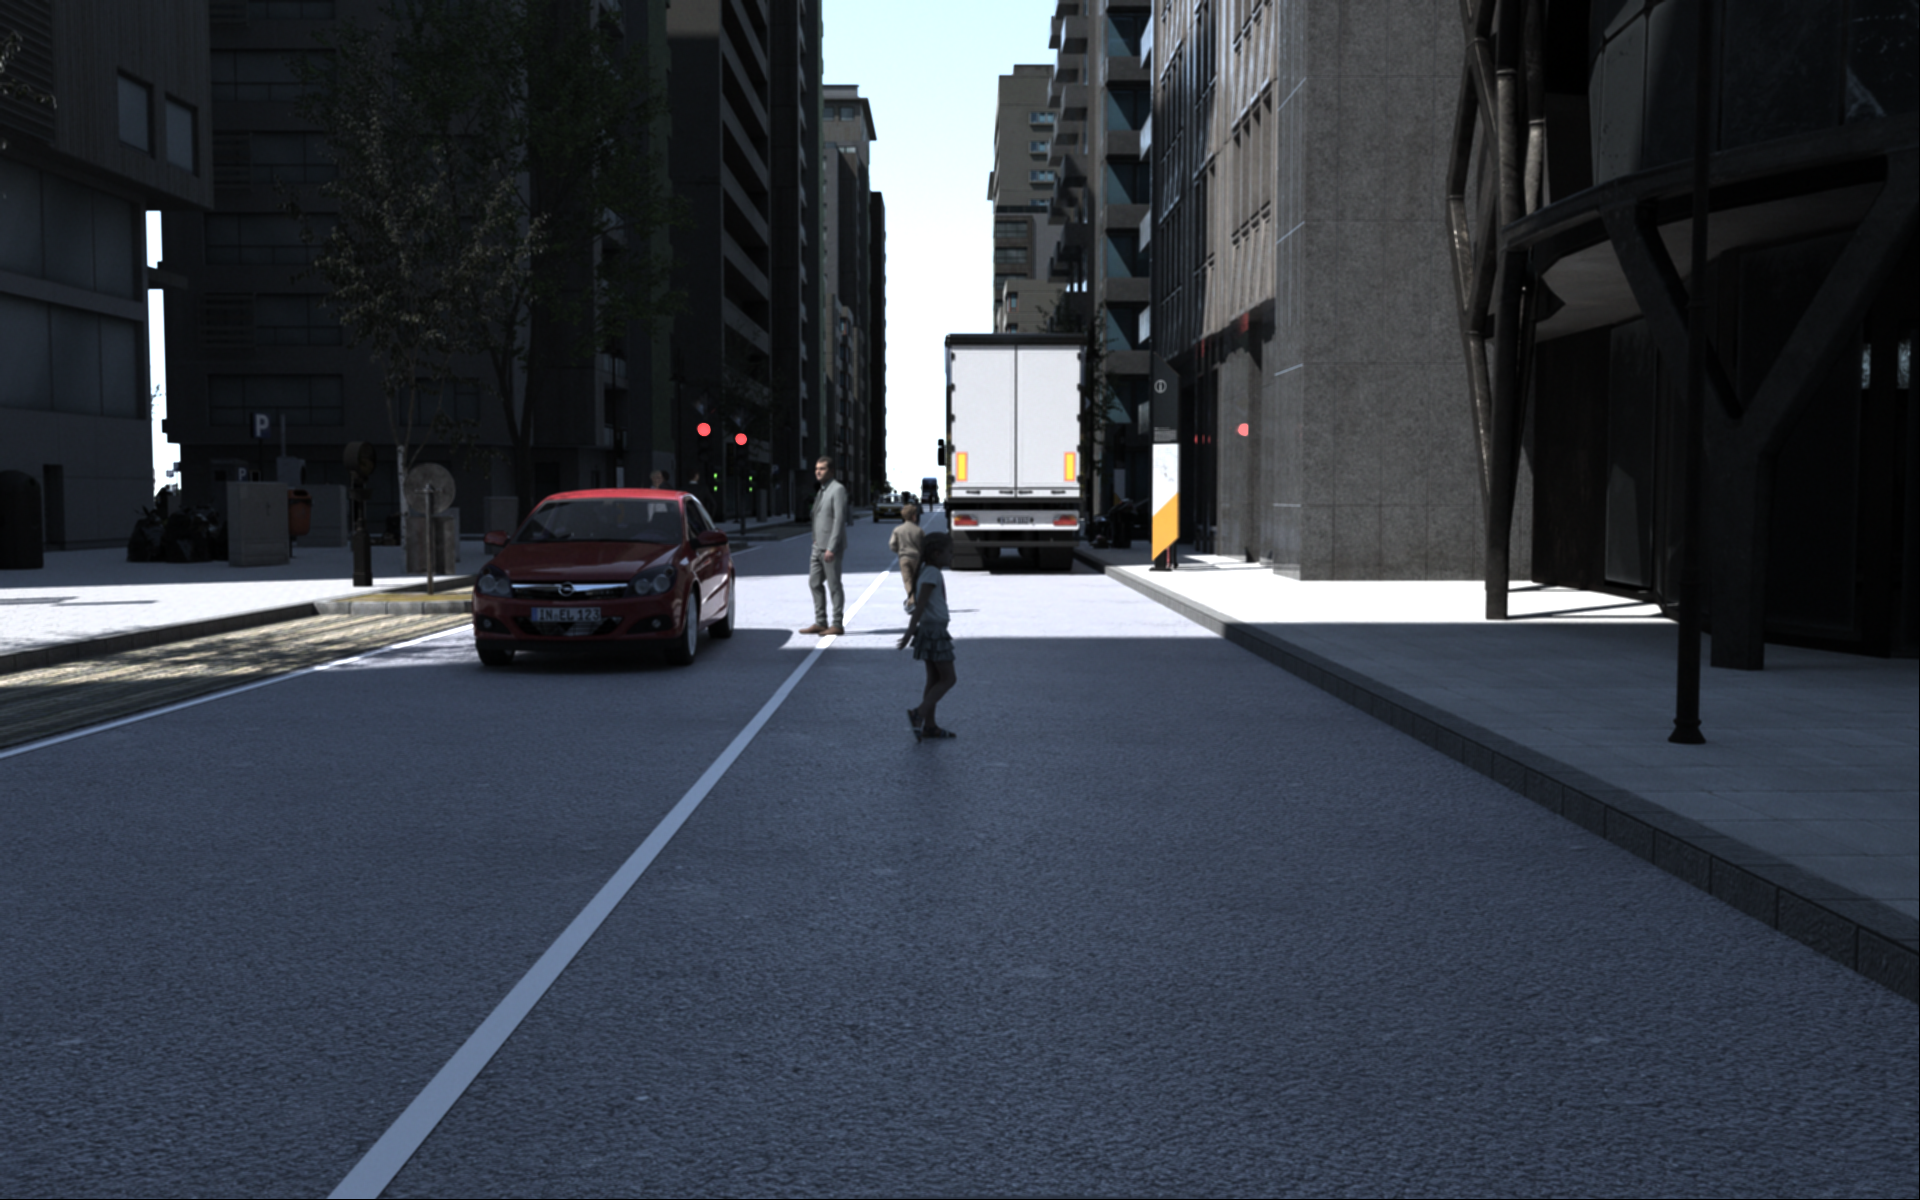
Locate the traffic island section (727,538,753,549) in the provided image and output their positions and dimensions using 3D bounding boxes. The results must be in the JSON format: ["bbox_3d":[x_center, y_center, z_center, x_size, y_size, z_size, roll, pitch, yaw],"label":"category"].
[{"bbox_3d":[-6.759,-1.455,46.063,2.009,0.180,2.903,0,4,0],"label":"traffic island section"}]

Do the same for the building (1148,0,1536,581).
[{"bbox_3d":[10.978,-13.254,34.728,12.078,24.808,19.932,0,4,0],"label":"building"}]

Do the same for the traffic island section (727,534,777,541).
[{"bbox_3d":[-6.793,-1.943,54.048,2.009,0.180,2.903,0,4,0],"label":"traffic island section"}]

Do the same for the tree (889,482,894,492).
[{"bbox_3d":[-9.987,-14.198,226.732,1.663,3.219,1.824,0,3,0],"label":"tree"}]

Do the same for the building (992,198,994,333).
[{"bbox_3d":[15.822,-38.211,244.352,23.786,49.044,30.456,0,4,0],"label":"building"}]

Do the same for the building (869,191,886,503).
[{"bbox_3d":[-17.847,-36.637,249.129,14.600,45.320,14.200,0,4,0],"label":"building"}]

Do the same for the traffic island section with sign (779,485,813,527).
[{"bbox_3d":[-6.894,-4.131,76.170,1.989,1.847,2.006,0,4,0],"label":"traffic island section with sign"}]

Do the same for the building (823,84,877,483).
[{"bbox_3d":[-25.666,-39.037,227.492,28.713,52.752,27.495,0,4,0],"label":"building"}]

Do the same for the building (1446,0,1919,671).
[{"bbox_3d":[13.487,-9.100,16.245,16.820,18.784,16.811,0,4,0],"label":"building"}]

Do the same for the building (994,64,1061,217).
[{"bbox_3d":[14.638,-34.798,192.650,21.300,48.544,21.600,0,4,0],"label":"building"}]

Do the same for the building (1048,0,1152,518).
[{"bbox_3d":[16.410,-29.150,96.212,23.786,49.044,30.456,0,4,0],"label":"building"}]

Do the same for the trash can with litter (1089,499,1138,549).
[{"bbox_3d":[3.620,-1.801,40.836,1.055,1.170,0.624,-1,4,-22],"label":"trash can with litter"}]

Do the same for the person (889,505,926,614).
[{"bbox_3d":[-0.619,-0.488,20.747,0.475,1.303,0.640,-1,4,-21],"label":"person"}]

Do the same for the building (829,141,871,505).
[{"bbox_3d":[-17.505,-31.271,194.875,14.154,41.232,14.086,0,4,0],"label":"building"}]

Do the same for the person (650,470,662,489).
[{"bbox_3d":[-5.180,-1.281,29.320,0.818,1.842,0.514,-1,4,-20],"label":"person"}]

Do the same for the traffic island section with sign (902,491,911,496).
[{"bbox_3d":[-7.691,-15.573,263.250,1.989,1.847,2.006,0,4,0],"label":"traffic island section with sign"}]

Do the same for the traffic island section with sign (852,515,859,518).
[{"bbox_3d":[-7.008,-5.780,103.125,1.989,1.847,2.006,0,4,0],"label":"traffic island section with sign"}]

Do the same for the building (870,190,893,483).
[{"bbox_3d":[-22.794,-39.858,271.281,23.786,49.044,30.456,0,4,0],"label":"building"}]

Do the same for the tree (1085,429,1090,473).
[{"bbox_3d":[3.840,-5.296,70.298,4.285,4.588,4.351,0,3,0],"label":"tree"}]

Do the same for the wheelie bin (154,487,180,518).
[{"bbox_3d":[-34.902,-4.166,76.030,0.693,1.594,0.980,0,4,-7],"label":"wheelie bin"}]

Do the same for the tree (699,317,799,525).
[{"bbox_3d":[-8.940,-7.433,71.899,4.360,8.622,3.978,0,3,0],"label":"tree"}]

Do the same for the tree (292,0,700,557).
[{"bbox_3d":[-9.000,-6.680,34.977,9.928,11.665,9.643,0,3,0],"label":"tree"}]

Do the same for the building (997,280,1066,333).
[{"bbox_3d":[17.491,-18.909,154.203,27.650,21.520,28.899,0,4,0],"label":"building"}]

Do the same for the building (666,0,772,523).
[{"bbox_3d":[-21.223,-28.276,86.022,21.300,48.544,21.600,0,4,0],"label":"building"}]

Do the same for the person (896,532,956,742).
[{"bbox_3d":[-0.217,0.205,10.163,0.382,1.210,0.505,-1,4,-11],"label":"person"}]

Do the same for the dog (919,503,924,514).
[{"bbox_3d":[-2.656,-6.523,123.479,0.800,0.831,0.513,-3,5,-40],"label":"dog"}]

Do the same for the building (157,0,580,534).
[{"bbox_3d":[-18.247,-23.050,60.463,14.154,41.232,14.086,0,4,0],"label":"building"}]

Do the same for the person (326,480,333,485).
[{"bbox_3d":[-18.723,-2.648,51.659,0.638,1.841,0.748,-3,4,-37],"label":"person"}]

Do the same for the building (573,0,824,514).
[{"bbox_3d":[-16.397,-26.288,113.399,14.154,41.232,14.086,0,4,0],"label":"building"}]

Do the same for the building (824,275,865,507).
[{"bbox_3d":[-24.178,-20.120,173.996,27.650,21.520,28.899,0,4,0],"label":"building"}]

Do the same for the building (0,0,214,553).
[{"bbox_3d":[-32.333,-26.997,30.642,27.495,52.752,28.713,0,4,0],"label":"building"}]

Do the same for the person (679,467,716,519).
[{"bbox_3d":[-4.601,-1.378,30.389,0.648,1.900,0.474,-1,4,-14],"label":"person"}]

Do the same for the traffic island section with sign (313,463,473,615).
[{"bbox_3d":[-6.658,-0.779,21.363,1.989,1.847,2.006,0,4,0],"label":"traffic island section with sign"}]

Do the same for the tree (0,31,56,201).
[{"bbox_3d":[-9.280,-3.833,13.027,4.360,8.622,3.978,0,3,0],"label":"tree"}]

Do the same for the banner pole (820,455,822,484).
[{"bbox_3d":[-8.746,-7.361,110.369,0.401,3.779,0.863,1,4,18],"label":"banner pole"}]

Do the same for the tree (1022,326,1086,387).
[{"bbox_3d":[3.653,-7.633,75.155,4.360,8.622,3.978,0,3,0],"label":"tree"}]

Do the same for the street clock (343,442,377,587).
[{"bbox_3d":[-8.301,-1.189,24.016,0.358,2.002,0.471,1,4,13],"label":"street clock"}]

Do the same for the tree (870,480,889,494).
[{"bbox_3d":[-10.100,-13.326,212.476,1.663,3.219,1.824,0,3,0],"label":"tree"}]

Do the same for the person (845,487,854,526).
[{"bbox_3d":[-5.031,-4.214,77.952,0.362,1.759,0.519,-3,5,-44],"label":"person"}]

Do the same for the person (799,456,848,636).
[{"bbox_3d":[-1.334,-0.548,17.565,0.391,1.810,0.635,-2,4,-32],"label":"person"}]

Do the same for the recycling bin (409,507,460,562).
[{"bbox_3d":[-9.892,-1.222,32.530,0.722,1.027,0.722,3,5,40],"label":"recycling bin"}]

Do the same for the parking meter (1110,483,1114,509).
[{"bbox_3d":[7.087,-4.504,79.357,0.399,1.863,0.255,-1,4,-18],"label":"parking meter"}]

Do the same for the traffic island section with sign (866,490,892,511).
[{"bbox_3d":[-7.213,-8.749,151.673,1.989,1.847,2.006,0,4,0],"label":"traffic island section with sign"}]

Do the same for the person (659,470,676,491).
[{"bbox_3d":[-5.299,-1.359,30.518,0.447,1.846,0.655,1,4,20],"label":"person"}]

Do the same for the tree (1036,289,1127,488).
[{"bbox_3d":[4.138,-6.800,61.545,4.737,8.622,4.395,0,3,0],"label":"tree"}]

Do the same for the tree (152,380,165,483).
[{"bbox_3d":[-33.230,-7.167,67.542,4.737,8.622,4.395,0,3,0],"label":"tree"}]

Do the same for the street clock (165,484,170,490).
[{"bbox_3d":[-58.055,-7.486,126.965,0.358,2.002,0.471,0,4,6],"label":"street clock"}]

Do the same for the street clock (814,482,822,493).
[{"bbox_3d":[-8.674,-6.186,105.705,0.471,2.002,0.358,-2,4,-30],"label":"street clock"}]

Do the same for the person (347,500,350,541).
[{"bbox_3d":[-17.476,-2.326,49.127,0.523,1.515,0.503,-2,4,-24],"label":"person"}]

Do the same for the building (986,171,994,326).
[{"bbox_3d":[18.781,-41.879,273.961,28.713,52.752,27.495,0,4,0],"label":"building"}]

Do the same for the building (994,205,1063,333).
[{"bbox_3d":[10.395,-24.689,175.363,14.160,30.474,14.107,0,4,0],"label":"building"}]

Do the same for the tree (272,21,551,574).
[{"bbox_3d":[-8.803,-4.715,27.456,4.360,8.622,3.978,0,3,0],"label":"tree"}]

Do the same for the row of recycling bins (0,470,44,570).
[{"bbox_3d":[-16.916,-1.306,28.474,1.069,1.692,3.534,2,4,29],"label":"row of recycling bins"}]
